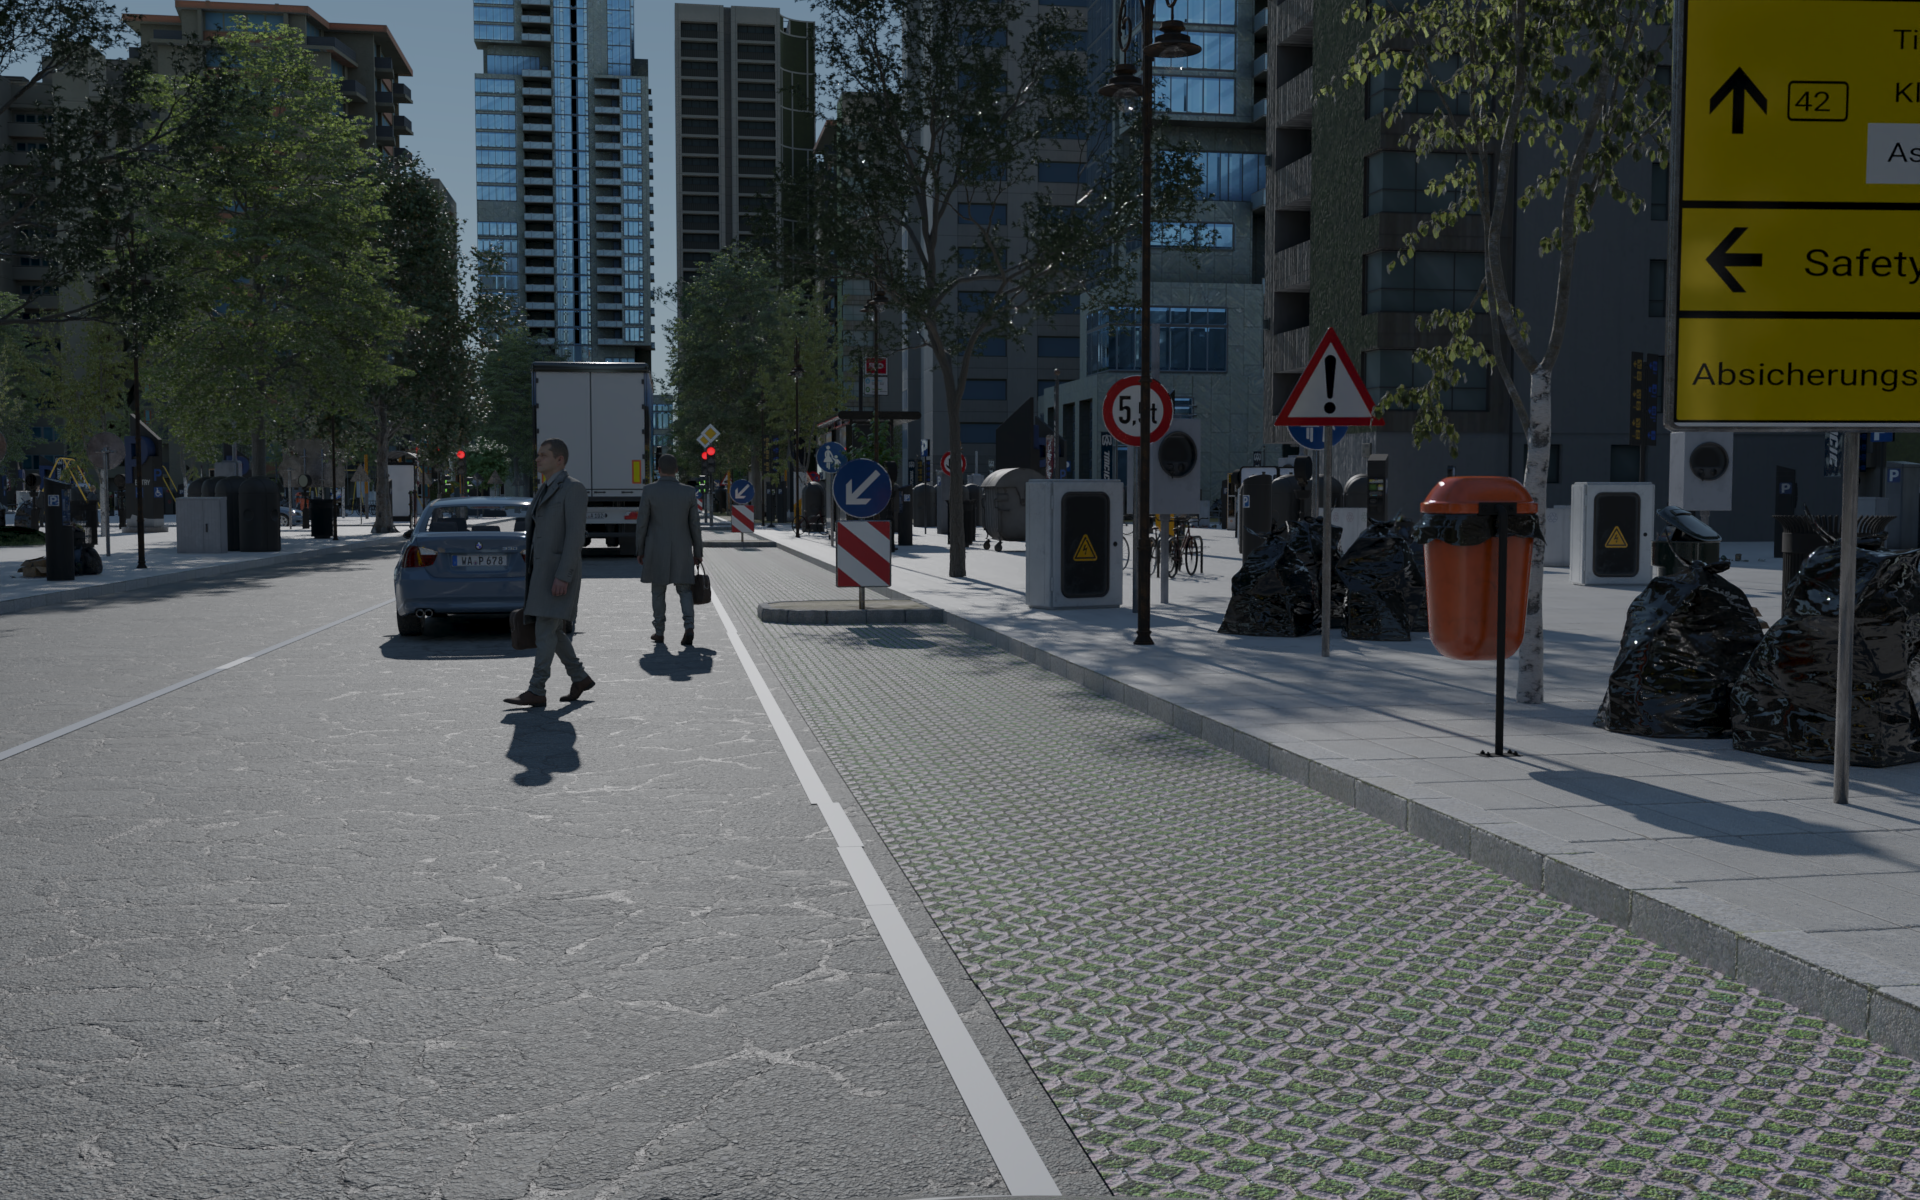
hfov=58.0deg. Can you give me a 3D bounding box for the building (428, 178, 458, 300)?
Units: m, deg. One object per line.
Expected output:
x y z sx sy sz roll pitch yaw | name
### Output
-84.421 -38.321 250.252 21.600 48.544 21.300 -1 4 -10 | building

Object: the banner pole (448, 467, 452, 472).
-31.820 -7.222 108.101 0.401 3.779 0.863 -3 4 -37 | banner pole

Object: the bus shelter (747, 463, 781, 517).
-10.826 -6.221 95.630 2.014 3.302 5.546 -1 4 -10 | bus shelter

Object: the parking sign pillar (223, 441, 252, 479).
-36.725 -6.092 88.084 1.447 3.967 1.447 3 5 43 | parking sign pillar

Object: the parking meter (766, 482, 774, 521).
-8.859 -4.609 81.075 0.399 1.863 0.255 3 5 39 | parking meter

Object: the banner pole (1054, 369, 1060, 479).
1.936 -2.751 34.999 0.401 3.779 0.863 0 4 -2 | banner pole

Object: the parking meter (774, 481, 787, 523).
-7.901 -4.347 76.780 0.399 1.863 0.255 2 4 35 | parking meter

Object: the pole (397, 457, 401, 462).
-28.160 -5.701 87.061 0.158 3.312 0.155 0 3 0 | pole

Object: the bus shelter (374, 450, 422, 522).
-26.568 -5.449 83.021 2.014 3.302 5.546 -1 4 -10 | bus shelter

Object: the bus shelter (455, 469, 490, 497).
-28.717 -6.821 102.802 1.731 3.624 6.357 -1 4 -10 | bus shelter

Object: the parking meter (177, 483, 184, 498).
-41.206 -5.256 91.652 0.399 1.863 0.255 -2 4 -26 | parking meter

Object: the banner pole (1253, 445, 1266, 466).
15.414 -6.054 89.006 0.863 3.779 0.401 -1 4 -19 | banner pole

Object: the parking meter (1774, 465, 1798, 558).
16.600 -1.779 34.804 0.399 1.863 0.255 2 4 28 | parking meter

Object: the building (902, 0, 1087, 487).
6.053 -36.169 133.364 21.231 58.520 28.212 -1 4 -10 | building

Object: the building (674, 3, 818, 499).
-31.730 -50.116 257.648 20.611 71.187 20.563 -1 4 -10 | building

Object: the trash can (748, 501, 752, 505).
-10.609 -4.747 89.272 0.748 1.137 0.748 0 3 0 | trash can

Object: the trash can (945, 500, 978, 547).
-0.001 -1.848 41.867 0.748 1.137 0.748 0 3 0 | trash can

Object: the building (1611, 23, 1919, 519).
51.410 -20.574 108.088 14.107 30.474 14.160 -1 4 -10 | building

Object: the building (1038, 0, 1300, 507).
20.724 -48.430 104.499 31.000 86.520 22.319 -1 4 -10 | building

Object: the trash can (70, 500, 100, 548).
-21.031 -1.829 41.551 0.748 1.137 0.748 0 3 0 | trash can

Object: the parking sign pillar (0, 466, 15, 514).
-61.279 -7.471 110.625 1.447 3.967 1.447 -1 4 -15 | parking sign pillar

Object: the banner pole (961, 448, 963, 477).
0.071 -6.362 94.032 0.401 3.779 0.863 -1 4 -9 | banner pole

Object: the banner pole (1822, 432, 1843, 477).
15.450 -2.472 30.434 0.401 3.779 0.863 -1 4 -10 | banner pole

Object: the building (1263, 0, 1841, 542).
16.448 -17.128 51.744 14.160 30.474 14.107 -1 4 -10 | building

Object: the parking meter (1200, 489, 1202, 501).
11.701 -4.685 85.012 0.372 1.533 0.369 0 3 0 | parking meter

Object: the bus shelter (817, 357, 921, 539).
-2.716 -4.294 47.842 2.179 5.291 8.768 -1 4 -10 | bus shelter

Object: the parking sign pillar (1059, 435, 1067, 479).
3.029 -4.340 59.433 1.447 3.967 1.447 3 5 42 | parking sign pillar

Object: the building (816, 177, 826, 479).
-8.171 -41.440 266.777 27.495 52.752 28.713 -1 4 -10 | building

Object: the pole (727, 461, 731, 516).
-13.581 -6.605 101.834 0.158 3.312 0.155 0 3 0 | pole

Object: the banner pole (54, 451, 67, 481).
-52.313 -6.785 100.943 0.401 3.779 0.863 3 5 43 | banner pole

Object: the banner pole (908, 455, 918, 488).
-2.973 -7.451 111.841 0.863 3.779 0.401 -1 4 -21 | banner pole

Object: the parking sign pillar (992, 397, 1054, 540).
1.620 -3.686 48.733 1.447 3.967 1.447 3 5 43 | parking sign pillar

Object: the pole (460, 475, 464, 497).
-21.841 -5.019 75.909 0.158 3.312 0.155 0 3 0 | pole

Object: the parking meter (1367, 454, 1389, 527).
6.054 -1.188 25.132 0.255 1.863 0.399 1 4 21 | parking meter

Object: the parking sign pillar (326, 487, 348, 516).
-35.956 -6.790 99.489 1.447 3.967 1.447 -3 5 -44 | parking sign pillar

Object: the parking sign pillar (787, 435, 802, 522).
-7.683 -5.570 79.548 1.447 3.967 1.447 -1 4 -12 | parking sign pillar

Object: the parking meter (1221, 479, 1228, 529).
9.744 -3.520 63.262 0.399 1.863 0.255 1 4 23 | parking meter

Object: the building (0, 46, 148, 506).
-96.988 -34.635 189.983 21.600 48.544 21.300 -1 4 -10 | building

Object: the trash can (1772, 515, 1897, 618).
5.849 0.001 11.630 0.748 1.137 0.748 0 3 0 | trash can

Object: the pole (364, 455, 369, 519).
-30.647 -5.845 89.413 0.158 3.312 0.155 0 3 0 | pole

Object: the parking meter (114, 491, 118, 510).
-68.662 -8.114 141.066 0.372 1.533 0.369 0 3 0 | parking meter

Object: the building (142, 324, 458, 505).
-71.701 -21.268 192.770 28.899 21.520 27.650 -1 4 -10 | building

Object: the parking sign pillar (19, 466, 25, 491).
-74.447 -9.101 137.278 1.447 3.967 1.447 -1 4 -19 | parking sign pillar

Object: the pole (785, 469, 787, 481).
-10.239 -6.614 101.987 0.158 3.312 0.155 0 3 0 | pole

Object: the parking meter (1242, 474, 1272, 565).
3.854 -0.860 22.478 0.372 1.533 0.369 0 3 0 | parking meter

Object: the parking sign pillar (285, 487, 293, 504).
-45.949 -8.025 119.685 1.447 3.967 1.447 -1 4 -23 | parking sign pillar

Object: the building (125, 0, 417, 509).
-62.227 -30.815 158.443 22.147 44.769 28.867 -1 4 -10 | building

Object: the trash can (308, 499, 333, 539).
-18.316 -2.328 49.710 0.748 1.137 0.748 0 3 0 | trash can

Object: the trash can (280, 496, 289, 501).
-45.132 -6.362 115.664 0.748 1.137 0.748 0 3 0 | trash can

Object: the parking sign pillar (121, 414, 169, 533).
-27.292 -4.247 57.911 1.447 3.967 1.447 2 4 24 | parking sign pillar

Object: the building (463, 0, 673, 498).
-58.058 -57.528 253.261 31.000 86.520 22.319 -1 4 -10 | building

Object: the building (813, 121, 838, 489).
-5.511 -33.486 202.118 22.147 44.769 28.867 -1 4 -10 | building

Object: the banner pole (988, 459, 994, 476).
2.099 -7.252 108.585 0.863 3.779 0.401 2 4 32 | banner pole

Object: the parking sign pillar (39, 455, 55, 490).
-62.083 -7.931 118.143 1.447 3.967 1.447 -1 4 -13 | parking sign pillar

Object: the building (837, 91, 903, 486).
-5.919 -30.382 180.339 14.154 41.232 14.086 -1 4 -10 | building

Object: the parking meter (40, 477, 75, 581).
-13.363 -1.057 25.690 0.372 1.533 0.369 0 3 0 | parking meter

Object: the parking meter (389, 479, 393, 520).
-22.017 -3.726 66.632 0.255 1.863 0.399 0 4 2 | parking meter

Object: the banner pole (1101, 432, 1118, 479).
5.335 -4.359 61.292 0.863 3.779 0.401 -1 4 -22 | banner pole

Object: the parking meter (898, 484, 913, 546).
-1.361 -2.119 43.055 0.372 1.533 0.369 0 3 0 | parking meter
